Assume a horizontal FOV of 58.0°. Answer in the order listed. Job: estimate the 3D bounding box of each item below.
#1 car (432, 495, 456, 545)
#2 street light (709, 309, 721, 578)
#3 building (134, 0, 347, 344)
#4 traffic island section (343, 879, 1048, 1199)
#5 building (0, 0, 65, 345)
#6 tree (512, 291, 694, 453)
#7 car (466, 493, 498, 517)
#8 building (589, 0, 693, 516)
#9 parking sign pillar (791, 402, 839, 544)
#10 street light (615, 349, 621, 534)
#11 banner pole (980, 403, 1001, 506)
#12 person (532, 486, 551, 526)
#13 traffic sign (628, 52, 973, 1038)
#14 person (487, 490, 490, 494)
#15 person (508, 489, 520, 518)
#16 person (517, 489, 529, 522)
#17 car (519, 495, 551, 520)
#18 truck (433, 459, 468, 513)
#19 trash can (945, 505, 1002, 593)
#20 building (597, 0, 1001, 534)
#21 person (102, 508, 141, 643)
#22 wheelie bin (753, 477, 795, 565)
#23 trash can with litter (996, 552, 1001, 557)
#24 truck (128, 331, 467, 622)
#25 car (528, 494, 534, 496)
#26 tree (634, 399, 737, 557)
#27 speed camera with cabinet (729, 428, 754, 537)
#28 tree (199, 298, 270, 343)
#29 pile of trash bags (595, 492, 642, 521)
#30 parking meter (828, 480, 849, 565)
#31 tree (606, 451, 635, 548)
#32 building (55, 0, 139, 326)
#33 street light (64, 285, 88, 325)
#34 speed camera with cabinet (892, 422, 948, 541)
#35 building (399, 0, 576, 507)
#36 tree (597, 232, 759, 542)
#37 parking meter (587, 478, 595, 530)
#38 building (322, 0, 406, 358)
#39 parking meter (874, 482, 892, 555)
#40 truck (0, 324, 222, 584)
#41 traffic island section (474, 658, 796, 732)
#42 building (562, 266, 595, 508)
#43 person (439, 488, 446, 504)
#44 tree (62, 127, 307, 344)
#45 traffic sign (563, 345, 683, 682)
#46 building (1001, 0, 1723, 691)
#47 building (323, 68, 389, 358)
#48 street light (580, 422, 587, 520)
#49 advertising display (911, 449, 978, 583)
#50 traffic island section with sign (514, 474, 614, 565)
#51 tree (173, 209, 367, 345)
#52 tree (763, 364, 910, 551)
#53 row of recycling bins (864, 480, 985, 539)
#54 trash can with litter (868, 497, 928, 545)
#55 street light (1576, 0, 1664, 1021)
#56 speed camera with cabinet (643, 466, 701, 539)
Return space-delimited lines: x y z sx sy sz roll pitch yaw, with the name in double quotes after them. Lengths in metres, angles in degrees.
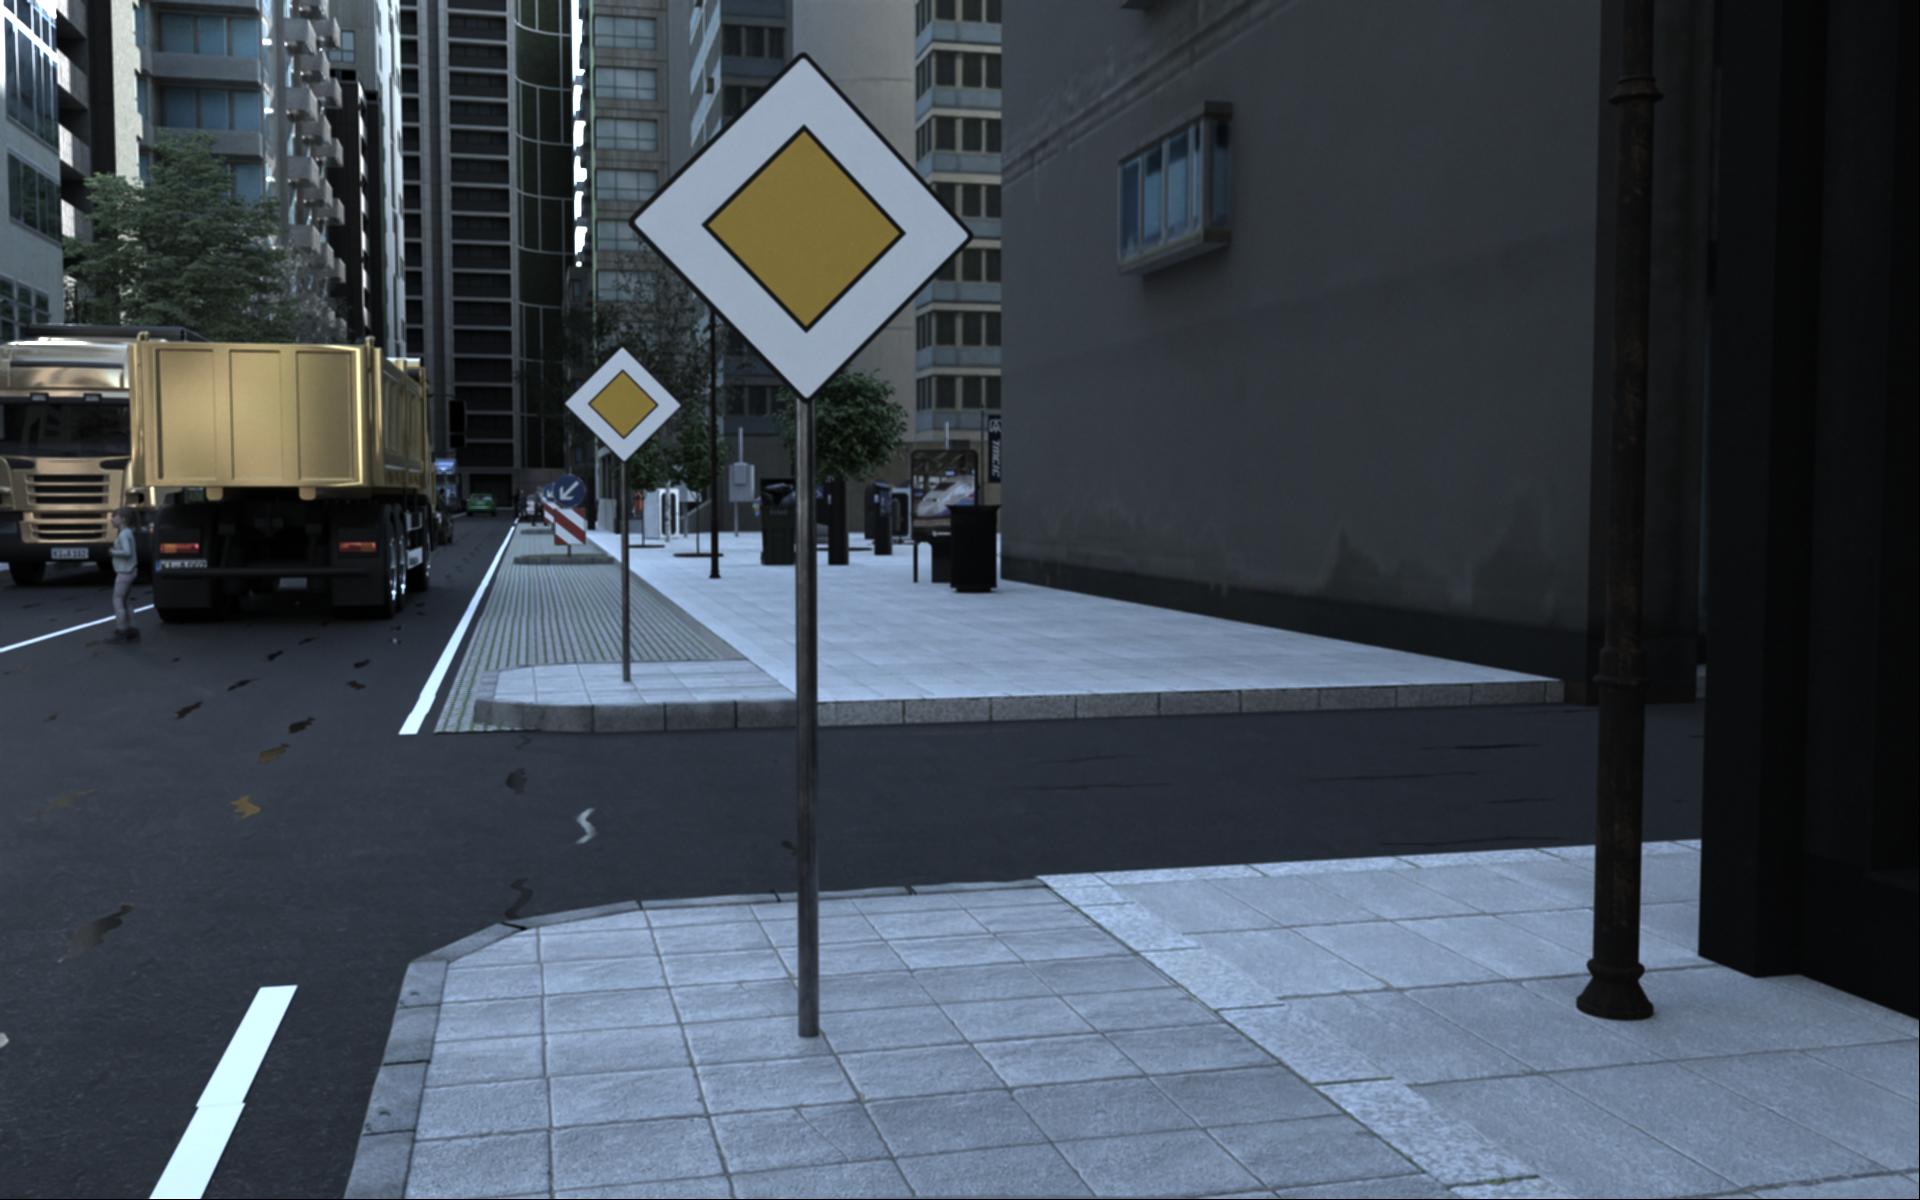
-15.521 -2.440 49.681 2.009 1.686 4.222 -1 4 -13 "car"
-3.741 -3.271 26.264 0.468 5.910 1.993 -1 4 -14 "street light"
-46.044 -29.000 93.756 23.786 49.044 30.456 -1 4 -14 "building"
-0.341 1.110 4.128 2.009 0.180 2.903 -1 4 -14 "traffic island section"
-88.168 -50.201 133.460 31.000 86.520 22.319 -1 4 -14 "building"
-15.980 -8.844 79.007 8.767 10.594 7.601 -1 4 -17 "tree"
-30.978 -6.321 112.151 1.959 1.807 4.718 -1 4 -13 "car"
-13.118 -25.157 94.906 14.154 41.232 14.086 -1 4 -14 "building"
-3.721 -3.450 44.875 1.447 3.967 1.447 0 4 -3 "parking sign pillar"
-10.962 -5.050 55.357 0.468 5.910 1.993 -1 4 -14 "street light"
0.849 -3.547 48.016 0.863 3.779 0.401 -1 4 -15 "banner pole"
-18.665 -4.170 77.072 0.834 1.777 0.661 0 4 3 "person"
-0.362 -0.025 4.045 0.795 2.450 0.064 -1 4 -14 "traffic sign"
-36.103 -7.528 132.305 0.721 1.735 1.217 2 4 26 "person"
-26.447 -5.734 103.066 1.217 1.723 0.721 3 4 36 "person"
-22.756 -4.939 90.172 0.541 1.710 0.530 3 5 43 "person"
-23.616 -5.180 97.059 2.083 1.381 4.827 -1 4 -16 "car"
-40.556 -9.000 136.913 2.967 4.110 18.799 -1 4 -12 "truck"
0.178 -0.673 22.654 0.748 1.137 0.748 0 3 0 "trash can"
2.628 -22.885 66.046 32.217 40.220 23.993 -1 4 -14 "building"
-8.098 -0.241 16.725 0.394 1.301 0.425 -3 5 -40 "person"
-3.264 -1.438 31.425 0.980 1.594 0.693 0 4 -6 "wheelie bin"
1.139 -1.515 35.823 1.678 1.210 2.233 1 4 14 "trash can with litter"
-8.573 -1.667 23.174 3.469 3.379 9.791 -1 4 -13 "truck"
-37.323 -8.691 152.316 2.015 1.641 3.980 -1 4 -14 "car"
-5.532 -2.507 35.592 1.663 3.219 1.824 0 3 0 "tree"
-5.832 -3.511 51.737 2.038 3.252 0.660 0 4 2 "speed camera with cabinet"
-26.917 -6.875 62.773 4.360 8.622 3.978 0 3 0 "tree"
-16.130 -4.454 82.575 1.912 1.369 3.447 2 4 25 "pile of trash bags"
-2.206 -1.406 31.406 0.372 1.533 0.369 0 3 0 "parking meter"
-7.545 -2.885 41.763 1.663 3.219 1.824 0 3 0 "tree"
-37.113 -17.594 59.360 14.160 30.474 14.107 -1 4 -14 "building"
-19.584 -4.021 38.538 0.468 5.910 1.993 -1 4 -14 "street light"
-1.086 -3.261 47.646 2.038 3.252 0.660 1 4 23 "speed camera with cabinet"
-48.957 -44.922 172.732 20.611 71.187 20.563 -1 4 -14 "building"
-7.595 -5.860 46.166 4.360 8.622 3.978 0 3 0 "tree"
-13.209 -3.443 61.997 0.255 1.863 0.399 -1 4 -18 "parking meter"
-59.075 -33.605 138.674 27.495 52.752 28.713 -1 4 -14 "building"
-1.615 -1.714 36.436 0.372 1.533 0.369 0 3 0 "parking meter"
-14.710 -2.575 31.017 2.839 4.237 11.283 -1 4 -14 "truck"
-2.264 0.636 11.879 2.009 0.180 2.903 -1 4 -14 "traffic island section"
-19.630 -18.569 148.642 27.650 21.520 28.899 -1 4 -14 "building"
-27.420 -5.068 92.087 0.721 1.735 1.217 -1 4 -14 "person"
-24.112 -8.298 53.802 7.486 12.596 7.792 0 3 0 "tree"
-2.285 -0.499 11.796 0.795 2.450 0.064 -1 4 -14 "traffic sign"
11.851 -24.424 23.030 21.600 48.544 21.300 -1 4 -14 "building"
-46.589 -21.125 117.100 14.160 30.474 14.107 -1 4 -14 "building"
-18.335 -6.854 84.850 0.468 5.910 1.993 -1 4 -14 "street light"
-0.223 -1.211 25.017 0.974 1.923 0.123 1 4 9 "advertising display"
-8.189 -1.659 35.758 1.989 1.847 2.006 -1 4 -14 "traffic island section with sign"
-30.225 -10.106 75.607 12.009 13.543 11.850 0 3 0 "tree"
-2.822 -3.423 39.684 4.285 4.588 4.351 0 3 0 "tree"
-1.022 -2.604 49.681 3.534 1.692 1.069 -1 4 -20 "row of recycling bins"
-1.361 -2.021 44.095 2.233 1.210 1.678 -1 4 -13 "trash can with litter"
1.628 -1.917 4.128 0.468 5.910 1.993 -1 4 -14 "street light"
-8.285 -3.401 49.936 0.660 3.252 2.038 2 4 28 "speed camera with cabinet"
